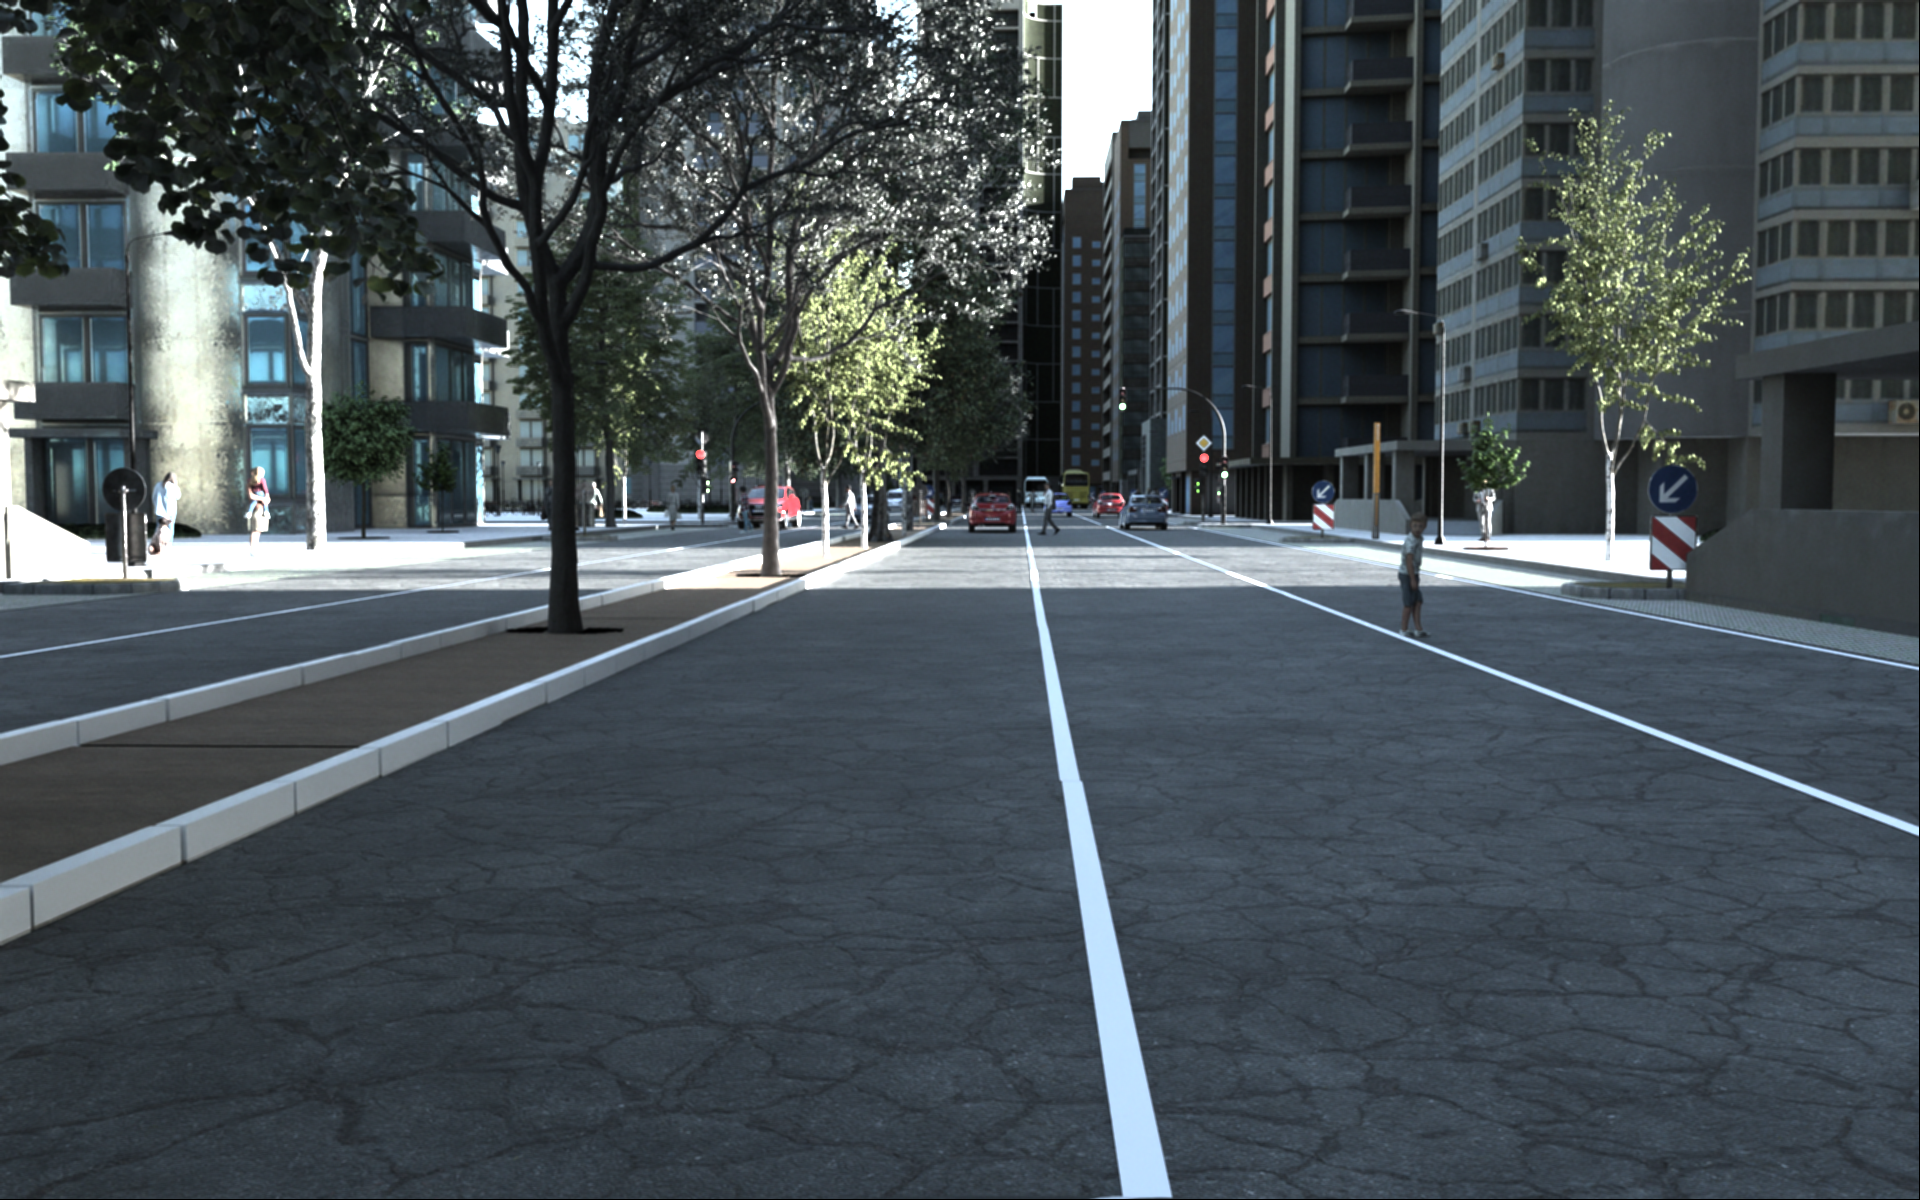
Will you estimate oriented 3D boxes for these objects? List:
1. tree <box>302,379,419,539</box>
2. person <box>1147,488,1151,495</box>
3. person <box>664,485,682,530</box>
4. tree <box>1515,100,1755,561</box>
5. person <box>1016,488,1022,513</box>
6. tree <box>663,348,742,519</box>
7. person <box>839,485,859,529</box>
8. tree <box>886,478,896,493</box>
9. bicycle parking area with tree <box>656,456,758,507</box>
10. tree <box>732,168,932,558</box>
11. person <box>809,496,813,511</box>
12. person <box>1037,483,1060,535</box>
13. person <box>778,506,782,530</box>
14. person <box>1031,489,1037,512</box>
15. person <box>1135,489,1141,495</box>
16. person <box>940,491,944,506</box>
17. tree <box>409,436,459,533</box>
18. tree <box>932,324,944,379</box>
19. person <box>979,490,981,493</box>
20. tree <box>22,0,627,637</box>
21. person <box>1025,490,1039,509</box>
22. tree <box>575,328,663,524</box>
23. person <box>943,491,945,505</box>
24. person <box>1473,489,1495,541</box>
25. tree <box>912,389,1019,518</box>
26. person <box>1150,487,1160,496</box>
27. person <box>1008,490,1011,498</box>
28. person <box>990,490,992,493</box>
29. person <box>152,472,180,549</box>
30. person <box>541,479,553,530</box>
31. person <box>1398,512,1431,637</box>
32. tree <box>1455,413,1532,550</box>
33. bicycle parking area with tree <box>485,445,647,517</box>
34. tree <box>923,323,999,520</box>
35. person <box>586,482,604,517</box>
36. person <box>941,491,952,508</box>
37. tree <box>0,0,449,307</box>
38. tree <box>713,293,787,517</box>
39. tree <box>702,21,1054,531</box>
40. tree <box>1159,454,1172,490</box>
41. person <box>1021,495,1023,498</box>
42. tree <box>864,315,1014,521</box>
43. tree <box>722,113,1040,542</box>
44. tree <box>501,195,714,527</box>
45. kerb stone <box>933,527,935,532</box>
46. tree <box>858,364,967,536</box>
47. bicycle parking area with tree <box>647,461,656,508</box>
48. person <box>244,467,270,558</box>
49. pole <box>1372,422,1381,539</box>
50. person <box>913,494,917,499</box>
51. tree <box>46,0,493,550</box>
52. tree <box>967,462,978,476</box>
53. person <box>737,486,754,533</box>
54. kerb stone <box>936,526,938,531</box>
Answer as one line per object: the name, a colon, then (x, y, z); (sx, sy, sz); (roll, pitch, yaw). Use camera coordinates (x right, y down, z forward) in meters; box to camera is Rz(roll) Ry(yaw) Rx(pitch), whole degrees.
tree: (-17.201, -4.034, 49.662); (4.285, 4.588, 4.351); (0, 3, 0)
person: (15.591, -8.400, 143.599); (0.699, 1.804, 1.509); (0, 4, 0)
person: (-11.437, -3.665, 68.780); (0.694, 1.780, 0.624); (1, 4, 16)
tree: (12.388, -5.029, 32.593); (4.737, 8.622, 4.395); (0, 3, 0)
person: (4.353, -7.379, 128.506); (0.474, 1.900, 0.648); (-1, 4, -10)
tree: (-13.260, -8.429, 88.172); (4.360, 8.622, 3.978); (0, 3, 0)
person: (-4.547, -3.837, 71.506); (0.850, 1.792, 0.678); (1, 4, 12)
tree: (-8.437, -13.269, 211.553); (1.663, 3.219, 1.824); (0, 3, 0)
bicycle parking area with tree: (-18.388, -9.435, 141.263); (9.016, 4.147, 8.231); (2, 4, 27)
tree: (-2.992, -5.232, 38.365); (4.737, 8.622, 4.395); (0, 3, 0)
person: (-11.337, -7.227, 129.709); (0.738, 1.151, 1.012); (0, 4, 1)
person: (3.129, -3.217, 61.196); (0.850, 1.850, 0.679); (-1, 4, -12)
person: (-7.338, -3.634, 68.274); (0.624, 1.780, 0.694); (2, 4, 29)
person: (5.893, -7.924, 138.238); (0.466, 1.800, 0.511); (1, 4, 14)
person: (11.440, -6.499, 114.979); (1.509, 1.804, 0.699); (1, 4, 14)
person: (-2.278, -12.437, 211.837); (0.705, 1.826, 1.348); (3, 4, 37)
tree: (-17.226, -3.860, 57.708); (1.663, 3.219, 1.824); (0, 3, 0)
tree: (-2.463, -5.610, 44.550); (4.737, 8.622, 4.395); (0, 3, 0)
person: (2.092, -10.469, 179.664); (1.348, 1.824, 0.705); (1, 4, 11)
tree: (-4.043, -6.389, 17.291); (12.009, 13.543, 11.850); (0, 3, 0)
person: (6.747, -9.427, 162.637); (1.348, 1.823, 0.705); (0, 4, 0)
tree: (-14.622, -7.559, 73.950); (4.737, 8.622, 4.395); (0, 3, 0)
person: (-1.931, -12.773, 217.340); (1.348, 1.824, 0.705); (-3, 5, -44)
person: (14.194, -2.494, 47.021); (0.606, 1.804, 0.583); (2, 4, 29)
tree: (-0.627, -10.162, 103.019); (8.767, 10.594, 7.601); (0, 4, 2)
person: (10.537, -5.203, 93.751); (0.473, 1.802, 0.592); (-1, 4, -12)
person: (4.792, -9.877, 170.077); (0.705, 1.812, 1.348); (1, 4, 12)
person: (2.998, -9.688, 166.771); (0.709, 1.838, 0.599); (0, 4, 5)
person: (-18.423, -2.067, 40.103); (0.793, 1.790, 0.793); (-3, 5, -42)
person: (-14.552, -3.384, 61.477); (0.694, 1.812, 0.767); (1, 4, 11)
person: (4.567, -0.257, 17.393); (0.332, 1.250, 0.352); (-2, 4, -24)
tree: (12.032, -2.768, 39.860); (1.663, 3.219, 1.824); (0, 3, 0)
bicycle parking area with tree: (-24.597, -6.991, 101.308); (8.231, 4.147, 9.016); (2, 4, 29)
tree: (-1.287, -10.149, 94.148); (9.928, 11.665, 9.643); (0, 3, 0)
person: (-15.047, -3.957, 71.234); (0.782, 1.767, 0.515); (0, 4, -4)
person: (-1.414, -10.375, 178.135); (1.348, 1.822, 0.705); (3, 4, 38)
tree: (-4.328, -5.885, 5.331); (9.857, 13.997, 8.962); (0, 3, 0)
tree: (-12.335, -10.915, 96.594); (7.486, 12.596, 7.792); (0, 3, 0)
tree: (-3.208, -12.788, 67.436); (12.611, 20.169, 13.585); (0, 3, 0)
tree: (15.775, -8.530, 123.185); (4.285, 4.588, 4.351); (0, 3, 0)
person: (7.980, -13.532, 229.836); (0.705, 1.814, 1.350); (-2, 4, -33)
tree: (-1.252, -10.032, 84.602); (7.486, 12.596, 7.792); (0, 3, 0)
tree: (-2.416, -8.099, 51.890); (9.611, 12.733, 9.660); (0, 3, 0)
tree: (-13.917, -9.072, 66.457); (7.486, 12.596, 7.792); (0, 3, 0)
kerb stone: (-1.098, -2.528, 63.541); (0.120, 0.150, 1.000); (0, 4, 2)
tree: (-1.919, -6.505, 59.169); (4.360, 8.622, 3.978); (0, 3, 0)
bicycle parking area with tree: (-28.600, -10.123, 152.513); (9.016, 4.147, 8.231); (-1, 4, -22)
person: (-14.233, -1.778, 35.092); (0.580, 1.828, 0.573); (3, 5, 40)
pole: (11.841, -3.389, 49.260); (0.158, 3.312, 0.155); (0, 3, 0)
person: (-4.522, -10.161, 174.576); (1.348, 1.831, 0.705); (-3, 5, -40)
tree: (-16.013, -11.263, 40.039); (12.611, 20.169, 13.585); (0, 3, 0)
tree: (0.240, -11.651, 143.314); (4.360, 8.622, 3.978); (0, 3, 0)
person: (-7.850, -3.311, 63.464); (0.643, 1.720, 0.563); (-1, 4, -15)
kerb stone: (-1.029, -2.654, 65.585); (0.120, 0.150, 1.000); (0, 4, 2)
